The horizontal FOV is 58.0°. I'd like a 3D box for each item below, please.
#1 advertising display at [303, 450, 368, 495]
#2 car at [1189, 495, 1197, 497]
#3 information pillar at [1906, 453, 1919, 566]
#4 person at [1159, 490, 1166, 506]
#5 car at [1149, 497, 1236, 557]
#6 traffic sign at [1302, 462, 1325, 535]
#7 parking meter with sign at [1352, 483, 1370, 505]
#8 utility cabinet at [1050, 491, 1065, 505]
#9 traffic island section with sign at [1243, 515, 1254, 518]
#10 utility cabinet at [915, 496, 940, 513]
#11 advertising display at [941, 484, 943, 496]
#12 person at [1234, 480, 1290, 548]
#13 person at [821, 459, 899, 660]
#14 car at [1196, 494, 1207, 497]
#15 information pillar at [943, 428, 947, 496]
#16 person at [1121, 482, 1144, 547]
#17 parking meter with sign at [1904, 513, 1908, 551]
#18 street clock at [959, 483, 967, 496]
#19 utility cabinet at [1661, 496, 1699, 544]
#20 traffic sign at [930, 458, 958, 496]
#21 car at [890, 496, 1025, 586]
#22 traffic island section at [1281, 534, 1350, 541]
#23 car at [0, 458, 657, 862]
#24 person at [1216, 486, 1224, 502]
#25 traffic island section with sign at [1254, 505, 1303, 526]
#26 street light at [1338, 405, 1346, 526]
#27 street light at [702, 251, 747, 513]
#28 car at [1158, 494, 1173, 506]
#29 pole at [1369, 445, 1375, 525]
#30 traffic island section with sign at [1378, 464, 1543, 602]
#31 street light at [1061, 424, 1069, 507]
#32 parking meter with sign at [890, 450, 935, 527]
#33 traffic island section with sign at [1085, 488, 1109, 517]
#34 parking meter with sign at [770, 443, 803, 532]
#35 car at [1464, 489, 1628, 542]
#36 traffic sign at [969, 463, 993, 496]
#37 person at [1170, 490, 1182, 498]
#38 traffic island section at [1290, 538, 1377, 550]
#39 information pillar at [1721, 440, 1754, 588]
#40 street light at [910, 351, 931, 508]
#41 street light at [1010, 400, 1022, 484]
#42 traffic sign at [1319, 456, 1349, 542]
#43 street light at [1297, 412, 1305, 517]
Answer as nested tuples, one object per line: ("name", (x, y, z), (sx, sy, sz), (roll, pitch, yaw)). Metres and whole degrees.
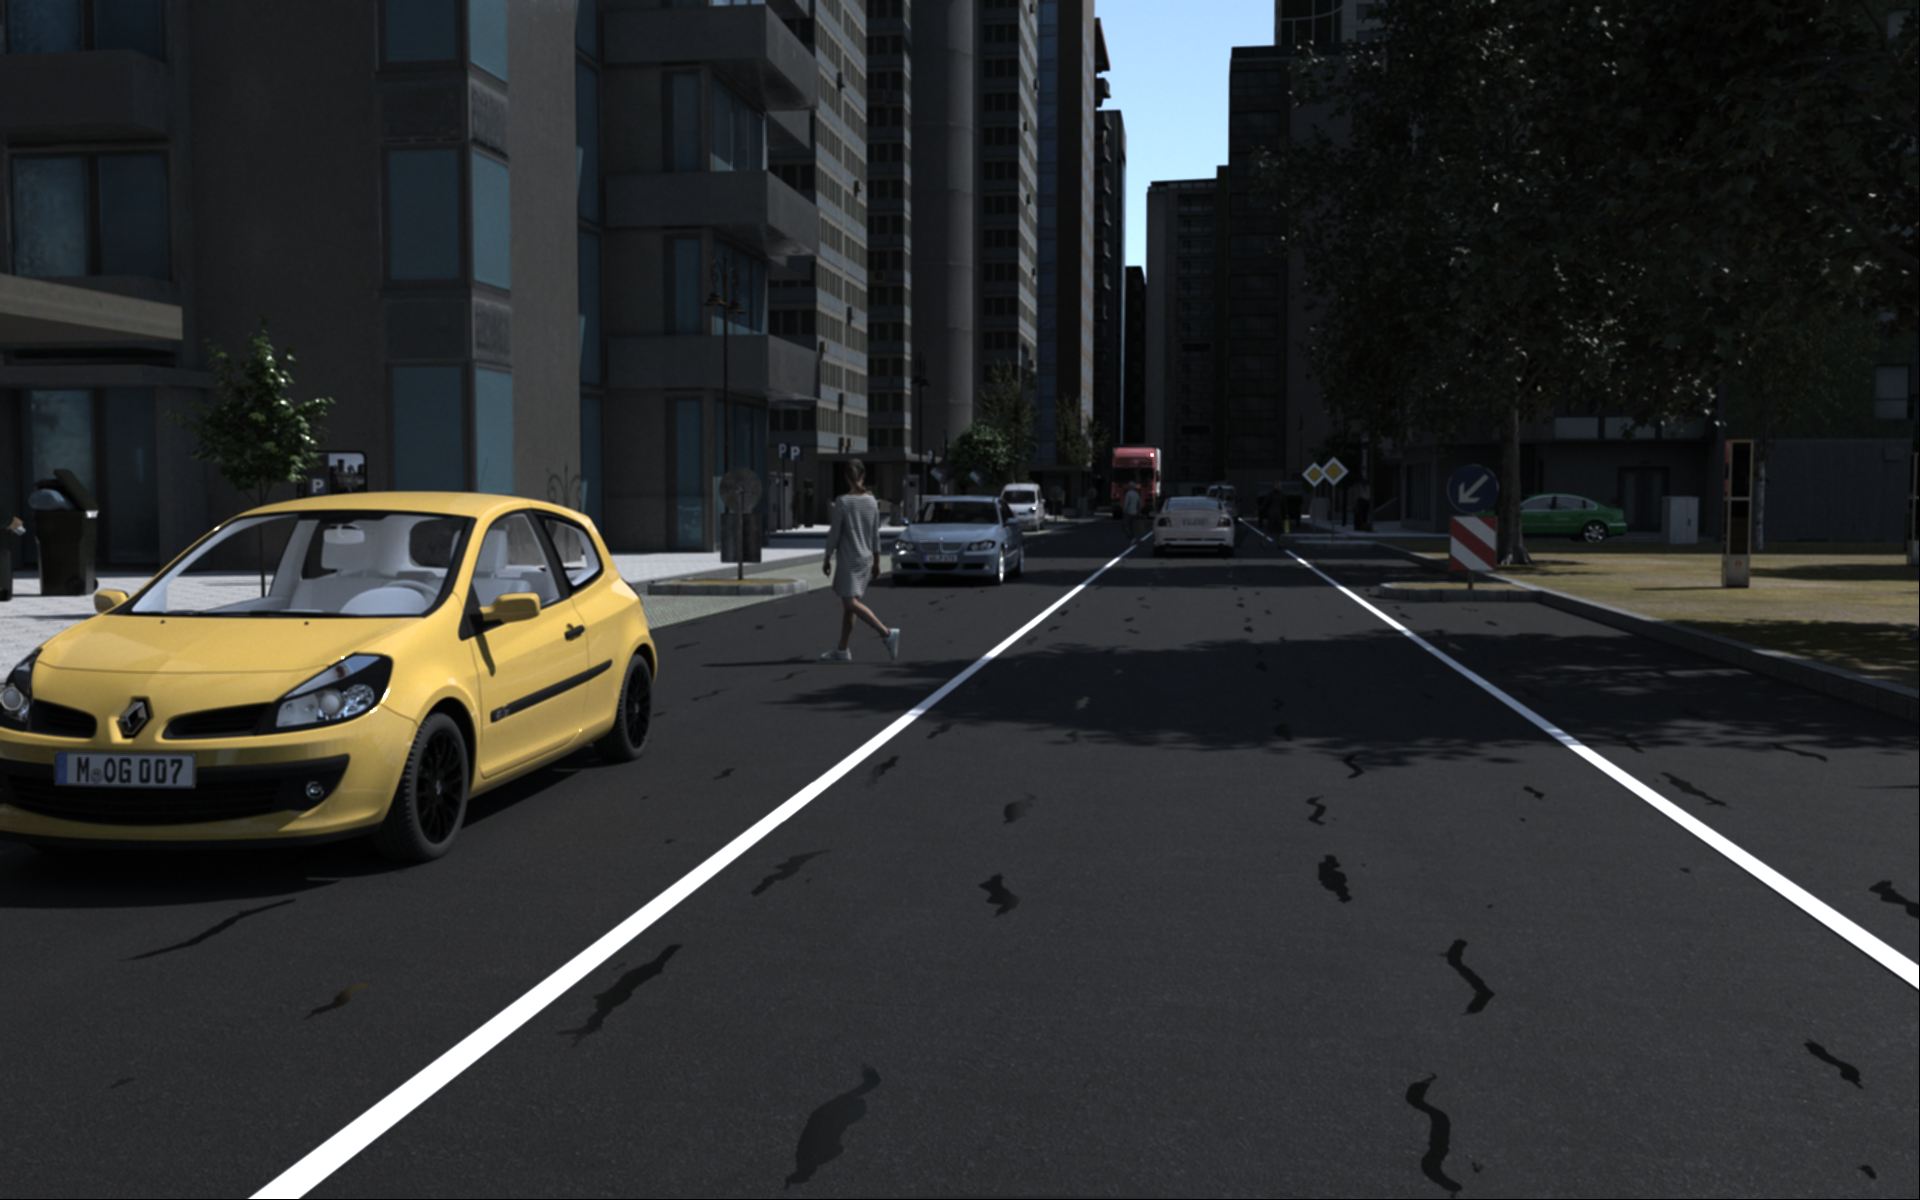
("advertising display", (-9.284, -1.251, 25.671), (0.974, 1.923, 0.123), (-1, 4, -16))
("car", (19.691, -8.085, 144.766), (1.945, 1.354, 3.894), (0, 4, 6))
("information pillar", (17.042, -1.606, 30.749), (0.304, 2.012, 0.304), (1, 4, 14))
("person", (17.265, -8.465, 147.625), (0.721, 1.743, 1.217), (-1, 4, -22))
("car", (5.498, -1.747, 40.924), (2.083, 1.381, 4.827), (0, 4, 7))
("traffic sign", (11.059, -3.085, 54.075), (0.795, 2.450, 0.064), (0, 4, 8))
("parking meter with sign", (24.028, -6.476, 102.142), (1.738, 3.016, 0.543), (1, 4, 9))
("utility cabinet", (7.192, -7.259, 127.356), (1.173, 1.500, 0.318), (2, 4, 28))
("traffic island section with sign", (18.395, -5.967, 106.187), (1.989, 1.847, 2.006), (0, 4, 8))
("utility cabinet", (-1.199, -3.353, 65.979), (1.020, 1.237, 0.306), (0, 4, 3))
("advertising display", (-1.162, -5.652, 97.624), (0.974, 1.923, 0.123), (3, 5, 43))
("person", (7.996, -2.275, 45.906), (1.509, 1.804, 0.699), (2, 4, 29))
("person", (-0.853, -0.342, 14.835), (0.760, 1.731, 0.466), (1, 4, 18))
("car", (19.677, -7.968, 139.071), (1.959, 1.807, 4.718), (1, 4, 10))
("information pillar", (-0.536, -4.288, 61.461), (0.183, 3.616, 0.504), (-1, 4, -10))
("person", (4.762, -2.350, 47.401), (0.515, 1.767, 0.782), (3, 5, 44))
("parking meter with sign", (22.020, -2.625, 39.173), (1.738, 3.016, 0.543), (-3, 4, -36))
("street clock", (0.186, -4.941, 85.353), (0.358, 2.002, 0.471), (-3, 5, -40))
("utility cabinet", (18.654, -2.062, 44.871), (1.020, 1.237, 0.306), (-2, 4, -25))
("traffic sign", (-0.439, -2.691, 47.637), (0.795, 2.450, 0.064), (0, 4, 8))
("car", (0.036, -1.025, 28.755), (2.014, 1.417, 4.499), (1, 4, 9))
("traffic island section", (11.083, -1.949, 54.149), (2.009, 0.180, 2.903), (0, 4, 8))
("car", (-2.719, 0.133, 8.045), (2.015, 1.641, 3.980), (0, 4, 7))
("person", (12.184, -4.422, 80.830), (0.654, 1.822, 0.581), (1, 4, 9))
("traffic island section with sign", (14.582, -4.308, 79.062), (1.989, 1.847, 2.006), (0, 4, 8))
("street light", (15.220, -5.856, 68.539), (0.468, 5.910, 1.993), (0, 4, 8))
("street light", (-4.471, -3.691, 33.133), (0.468, 5.910, 1.993), (0, 4, 8))
("car", (24.153, -11.730, 203.783), (2.014, 1.417, 4.499), (1, 4, 9))
("pole", (17.148, -4.786, 72.089), (0.158, 3.312, 0.155), (0, 3, 0))
("traffic island section with sign", (6.863, -0.938, 23.966), (1.989, 1.847, 2.006), (0, 4, 8))
("street light", (7.011, -8.702, 115.067), (0.468, 5.910, 1.993), (0, 4, 8))
("parking meter with sign", (-1.895, -4.414, 68.430), (1.738, 3.016, 0.543), (-1, 4, -23))
("traffic island section with sign", (8.272, -6.057, 107.654), (1.989, 1.847, 2.006), (0, 4, 8))
("parking meter with sign", (-6.358, -4.003, 61.716), (0.543, 3.016, 1.738), (2, 4, 33))
("car", (16.499, -2.483, 49.388), (4.718, 1.807, 1.959), (0, 4, 7))
("traffic sign", (0.669, -3.175, 55.546), (0.795, 2.450, 0.064), (0, 4, 8))
("person", (19.356, -8.949, 154.906), (1.350, 1.814, 0.705), (0, 4, -1))
("traffic island section", (9.975, -1.465, 46.240), (2.009, 0.180, 2.903), (0, 4, 8))
("information pillar", (10.638, -1.175, 23.706), (0.304, 2.012, 0.304), (1, 4, 12))
("street light", (-1.277, -5.089, 55.991), (0.468, 5.910, 1.993), (0, 4, 8))
("street light", (2.780, -6.888, 85.414), (0.468, 5.910, 1.993), (0, 4, 8))
("traffic sign", (9.951, -2.601, 46.167), (0.795, 2.450, 0.064), (0, 4, 8))
("street light", (19.281, -7.656, 97.961), (0.468, 5.910, 1.993), (0, 4, 8))
